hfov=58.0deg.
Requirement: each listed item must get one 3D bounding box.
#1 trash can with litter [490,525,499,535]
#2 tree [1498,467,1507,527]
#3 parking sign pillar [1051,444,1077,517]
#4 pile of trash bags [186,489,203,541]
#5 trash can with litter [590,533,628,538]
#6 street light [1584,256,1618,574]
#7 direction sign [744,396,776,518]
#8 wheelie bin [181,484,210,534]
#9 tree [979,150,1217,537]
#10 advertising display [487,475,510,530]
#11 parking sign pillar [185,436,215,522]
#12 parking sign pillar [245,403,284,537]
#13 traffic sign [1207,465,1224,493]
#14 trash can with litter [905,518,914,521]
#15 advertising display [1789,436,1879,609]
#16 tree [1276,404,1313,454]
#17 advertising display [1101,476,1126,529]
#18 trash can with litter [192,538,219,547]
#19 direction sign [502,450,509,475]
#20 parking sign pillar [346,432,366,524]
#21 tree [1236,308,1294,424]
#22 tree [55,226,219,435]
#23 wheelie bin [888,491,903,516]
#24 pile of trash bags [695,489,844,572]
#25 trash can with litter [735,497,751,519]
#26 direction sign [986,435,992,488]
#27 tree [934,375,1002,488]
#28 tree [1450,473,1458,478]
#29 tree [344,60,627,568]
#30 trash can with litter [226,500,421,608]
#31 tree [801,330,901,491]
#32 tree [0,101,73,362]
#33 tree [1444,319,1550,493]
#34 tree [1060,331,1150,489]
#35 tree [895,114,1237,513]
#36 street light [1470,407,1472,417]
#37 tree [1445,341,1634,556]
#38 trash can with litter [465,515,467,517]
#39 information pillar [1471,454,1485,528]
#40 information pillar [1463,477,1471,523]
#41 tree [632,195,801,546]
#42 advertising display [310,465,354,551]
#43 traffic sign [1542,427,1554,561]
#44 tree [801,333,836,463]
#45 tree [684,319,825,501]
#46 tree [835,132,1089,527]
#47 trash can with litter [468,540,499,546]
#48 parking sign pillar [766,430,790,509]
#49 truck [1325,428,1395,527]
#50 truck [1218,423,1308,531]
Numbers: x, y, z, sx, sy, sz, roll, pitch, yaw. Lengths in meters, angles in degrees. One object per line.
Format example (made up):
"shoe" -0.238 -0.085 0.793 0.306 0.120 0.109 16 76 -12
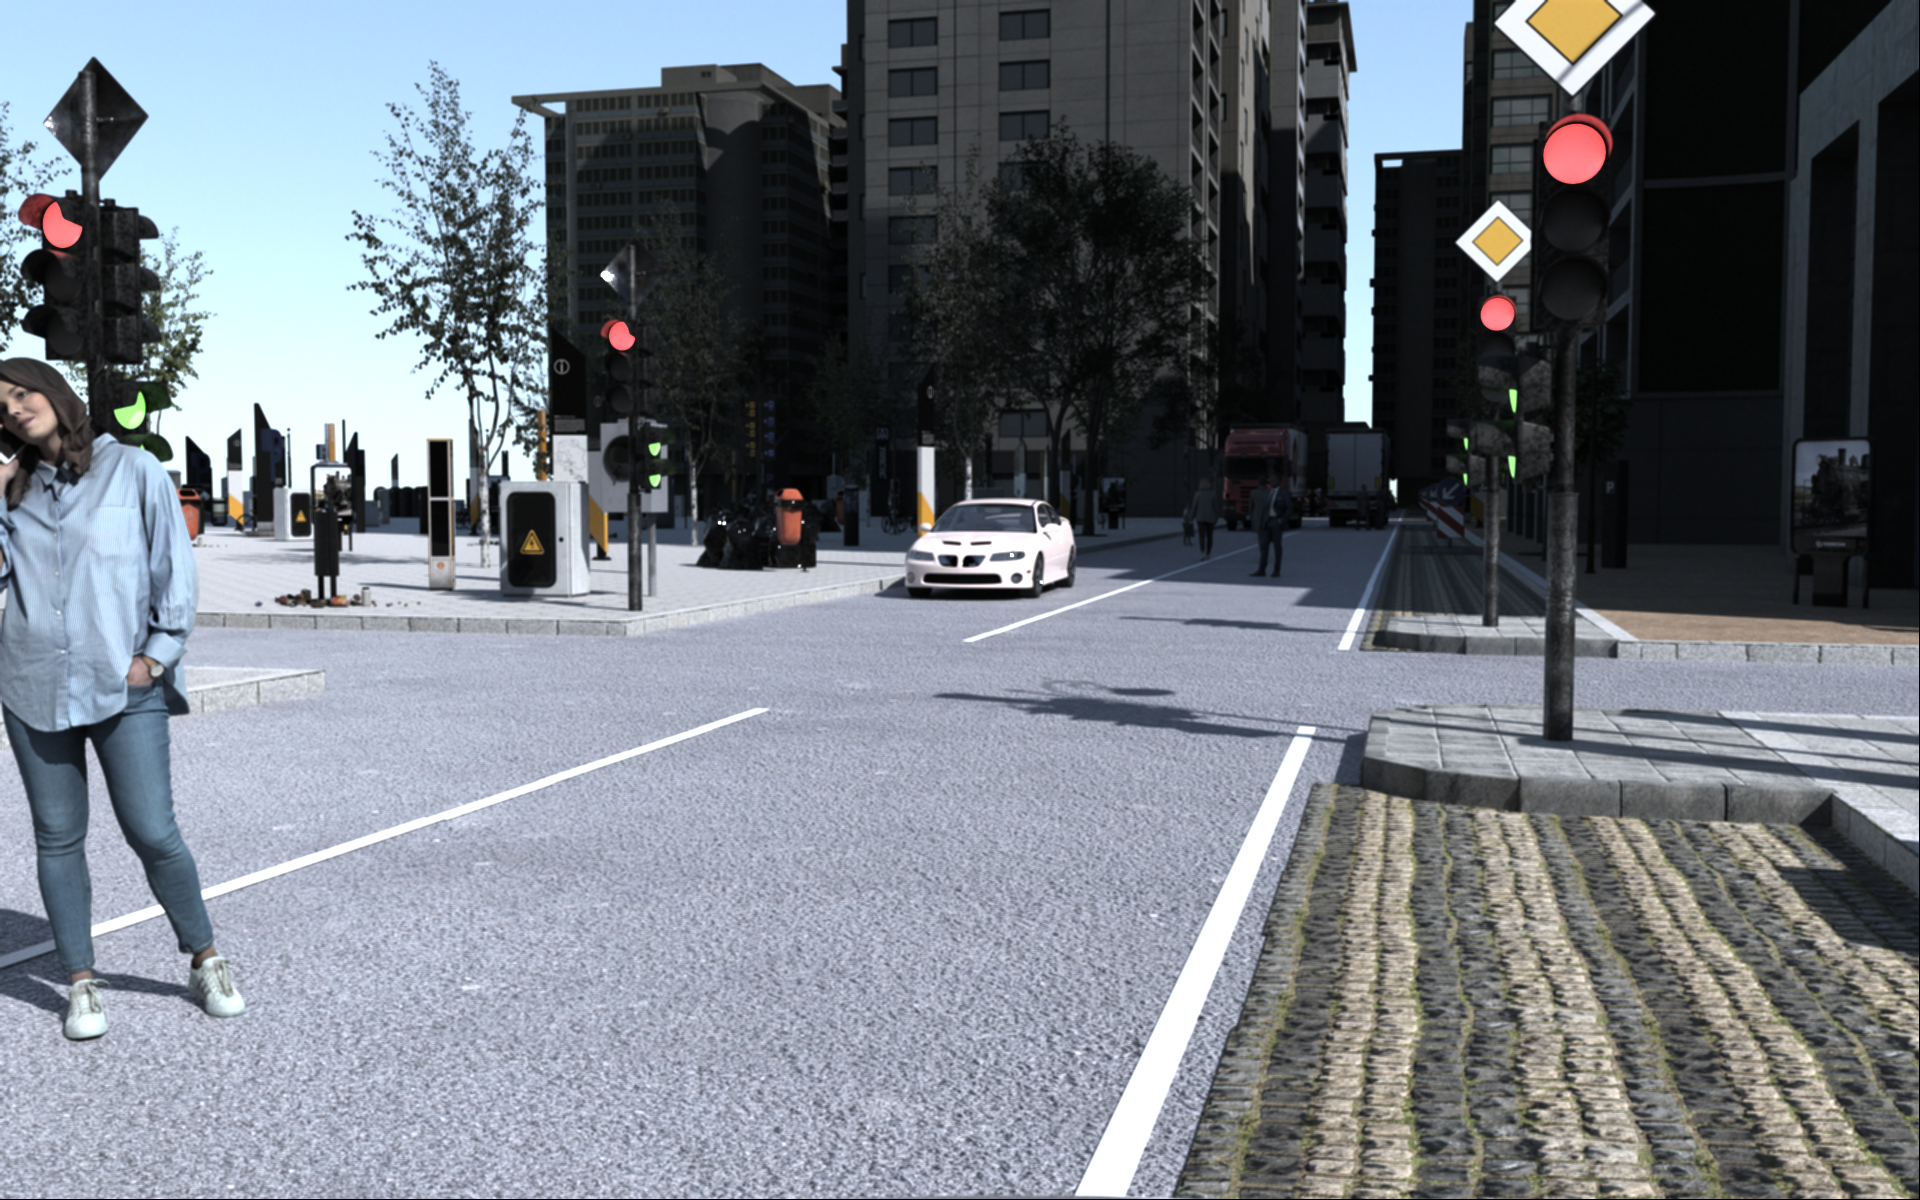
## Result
"trash can with litter" -14.412 -2.653 54.759 1.055 1.170 0.624 1 4 19
"tree" 21.733 -4.427 66.982 1.663 3.219 1.824 0 3 0
"parking sign pillar" 5.560 -6.376 92.716 1.447 3.967 1.447 -1 4 -23
"pile of trash bags" -14.622 -1.217 29.648 1.912 1.369 3.447 2 4 34
"trash can with litter" -10.728 -2.425 50.710 2.233 1.210 1.678 1 4 18
"street light" 10.194 -3.367 27.836 0.468 5.910 1.993 1 4 15
"direction sign" -4.646 -2.952 40.270 0.876 3.537 0.379 2 4 30
"wheelie bin" -24.586 -2.917 55.607 0.980 1.594 0.693 -2 4 -34
"tree" 4.076 -7.751 52.477 9.928 11.665 9.643 0 3 0
"advertising display" -15.912 -3.316 59.431 0.974 1.923 0.123 0 4 2
"parking sign pillar" -35.475 -5.646 80.791 1.447 3.967 1.447 1 4 13
"parking sign pillar" -20.692 -3.880 51.912 1.447 3.967 1.447 0 4 -4
"traffic sign" 11.251 -4.660 76.304 0.768 2.556 0.104 1 4 20
"trash can with litter" -2.026 -4.444 83.710 2.233 1.210 1.678 3 4 37
"advertising display" 9.931 -0.887 19.719 0.123 1.923 0.974 -2 4 -30
"tree" 26.882 -11.729 142.132 4.360 8.622 3.978 0 3 0
"advertising display" 5.605 -3.552 63.286 0.974 1.923 0.123 -1 4 -22
"trash can with litter" -19.143 -1.935 42.702 1.678 1.210 2.233 -2 4 -34
"direction sign" -23.615 -5.993 89.975 0.379 3.537 0.876 -2 4 -35
"parking sign pillar" -26.392 -5.329 75.593 1.447 3.967 1.447 -3 4 -37
"tree" 12.267 -9.128 83.653 7.601 10.594 8.767 2 4 28
"tree" -22.298 -5.925 47.239 4.737 8.622 4.395 0 3 0
"wheelie bin" -3.535 -5.282 94.261 0.693 1.594 0.980 -1 4 -20
"pile of trash bags" -3.314 -1.227 29.812 1.912 1.369 3.447 -1 4 -22
"trash can with litter" -7.960 -3.072 61.618 1.055 1.170 0.624 0 4 6
"direction sign" 1.108 -4.560 66.546 0.379 3.537 0.876 1 4 16
"tree" 0.314 -8.446 88.455 4.737 8.622 4.395 0 3 0
"tree" 35.078 -7.845 122.869 1.663 3.219 1.824 0 3 0
"tree" -8.276 -4.854 29.725 4.360 8.622 3.978 0 3 0
"trash can with litter" -7.436 -0.567 20.324 1.678 1.210 2.233 -2 4 -35
"tree" -5.022 -7.820 78.217 4.737 8.622 4.395 0 3 0
"tree" -18.446 -4.987 31.897 4.360 8.622 3.978 0 3 0
"tree" 22.139 -7.418 71.654 4.737 8.622 4.395 0 3 0
"tree" 6.397 -7.735 76.828 4.737 8.622 4.395 0 3 0
"tree" 2.227 -6.678 43.601 8.767 10.594 7.601 1 4 12
"street light" 25.850 -7.031 87.748 0.468 5.910 1.993 1 4 15
"tree" 12.432 -3.214 36.257 4.285 4.588 4.351 0 3 0
"trash can with litter" -27.233 -5.215 96.660 1.055 1.170 0.624 -3 4 -36
"information pillar" 19.578 -4.530 65.415 0.504 3.616 0.183 0 4 1
"information pillar" 22.365 -4.399 76.413 0.304 2.012 0.304 0 4 3
"tree" -6.656 -5.642 42.612 4.360 8.622 3.978 0 3 0
"advertising display" -13.996 -2.044 38.631 0.123 1.923 0.974 3 4 39
"traffic sign" 11.142 -2.009 32.946 0.768 2.556 0.104 1 4 15
"tree" -3.404 -7.153 67.308 4.360 8.622 3.978 0 3 0
"tree" -11.459 -9.672 92.551 7.601 10.594 8.767 2 4 30
"tree" 0.345 -5.262 36.392 4.360 8.622 3.978 0 3 0
"trash can with litter" -11.553 -2.010 43.923 2.233 1.210 1.678 -3 5 -41
"parking sign pillar" -7.634 -5.141 72.526 1.447 3.967 1.447 2 4 25
"truck" 18.296 -5.516 79.101 2.839 4.237 11.283 1 4 16
"truck" 12.540 -5.012 70.855 2.839 4.237 11.283 1 4 16
